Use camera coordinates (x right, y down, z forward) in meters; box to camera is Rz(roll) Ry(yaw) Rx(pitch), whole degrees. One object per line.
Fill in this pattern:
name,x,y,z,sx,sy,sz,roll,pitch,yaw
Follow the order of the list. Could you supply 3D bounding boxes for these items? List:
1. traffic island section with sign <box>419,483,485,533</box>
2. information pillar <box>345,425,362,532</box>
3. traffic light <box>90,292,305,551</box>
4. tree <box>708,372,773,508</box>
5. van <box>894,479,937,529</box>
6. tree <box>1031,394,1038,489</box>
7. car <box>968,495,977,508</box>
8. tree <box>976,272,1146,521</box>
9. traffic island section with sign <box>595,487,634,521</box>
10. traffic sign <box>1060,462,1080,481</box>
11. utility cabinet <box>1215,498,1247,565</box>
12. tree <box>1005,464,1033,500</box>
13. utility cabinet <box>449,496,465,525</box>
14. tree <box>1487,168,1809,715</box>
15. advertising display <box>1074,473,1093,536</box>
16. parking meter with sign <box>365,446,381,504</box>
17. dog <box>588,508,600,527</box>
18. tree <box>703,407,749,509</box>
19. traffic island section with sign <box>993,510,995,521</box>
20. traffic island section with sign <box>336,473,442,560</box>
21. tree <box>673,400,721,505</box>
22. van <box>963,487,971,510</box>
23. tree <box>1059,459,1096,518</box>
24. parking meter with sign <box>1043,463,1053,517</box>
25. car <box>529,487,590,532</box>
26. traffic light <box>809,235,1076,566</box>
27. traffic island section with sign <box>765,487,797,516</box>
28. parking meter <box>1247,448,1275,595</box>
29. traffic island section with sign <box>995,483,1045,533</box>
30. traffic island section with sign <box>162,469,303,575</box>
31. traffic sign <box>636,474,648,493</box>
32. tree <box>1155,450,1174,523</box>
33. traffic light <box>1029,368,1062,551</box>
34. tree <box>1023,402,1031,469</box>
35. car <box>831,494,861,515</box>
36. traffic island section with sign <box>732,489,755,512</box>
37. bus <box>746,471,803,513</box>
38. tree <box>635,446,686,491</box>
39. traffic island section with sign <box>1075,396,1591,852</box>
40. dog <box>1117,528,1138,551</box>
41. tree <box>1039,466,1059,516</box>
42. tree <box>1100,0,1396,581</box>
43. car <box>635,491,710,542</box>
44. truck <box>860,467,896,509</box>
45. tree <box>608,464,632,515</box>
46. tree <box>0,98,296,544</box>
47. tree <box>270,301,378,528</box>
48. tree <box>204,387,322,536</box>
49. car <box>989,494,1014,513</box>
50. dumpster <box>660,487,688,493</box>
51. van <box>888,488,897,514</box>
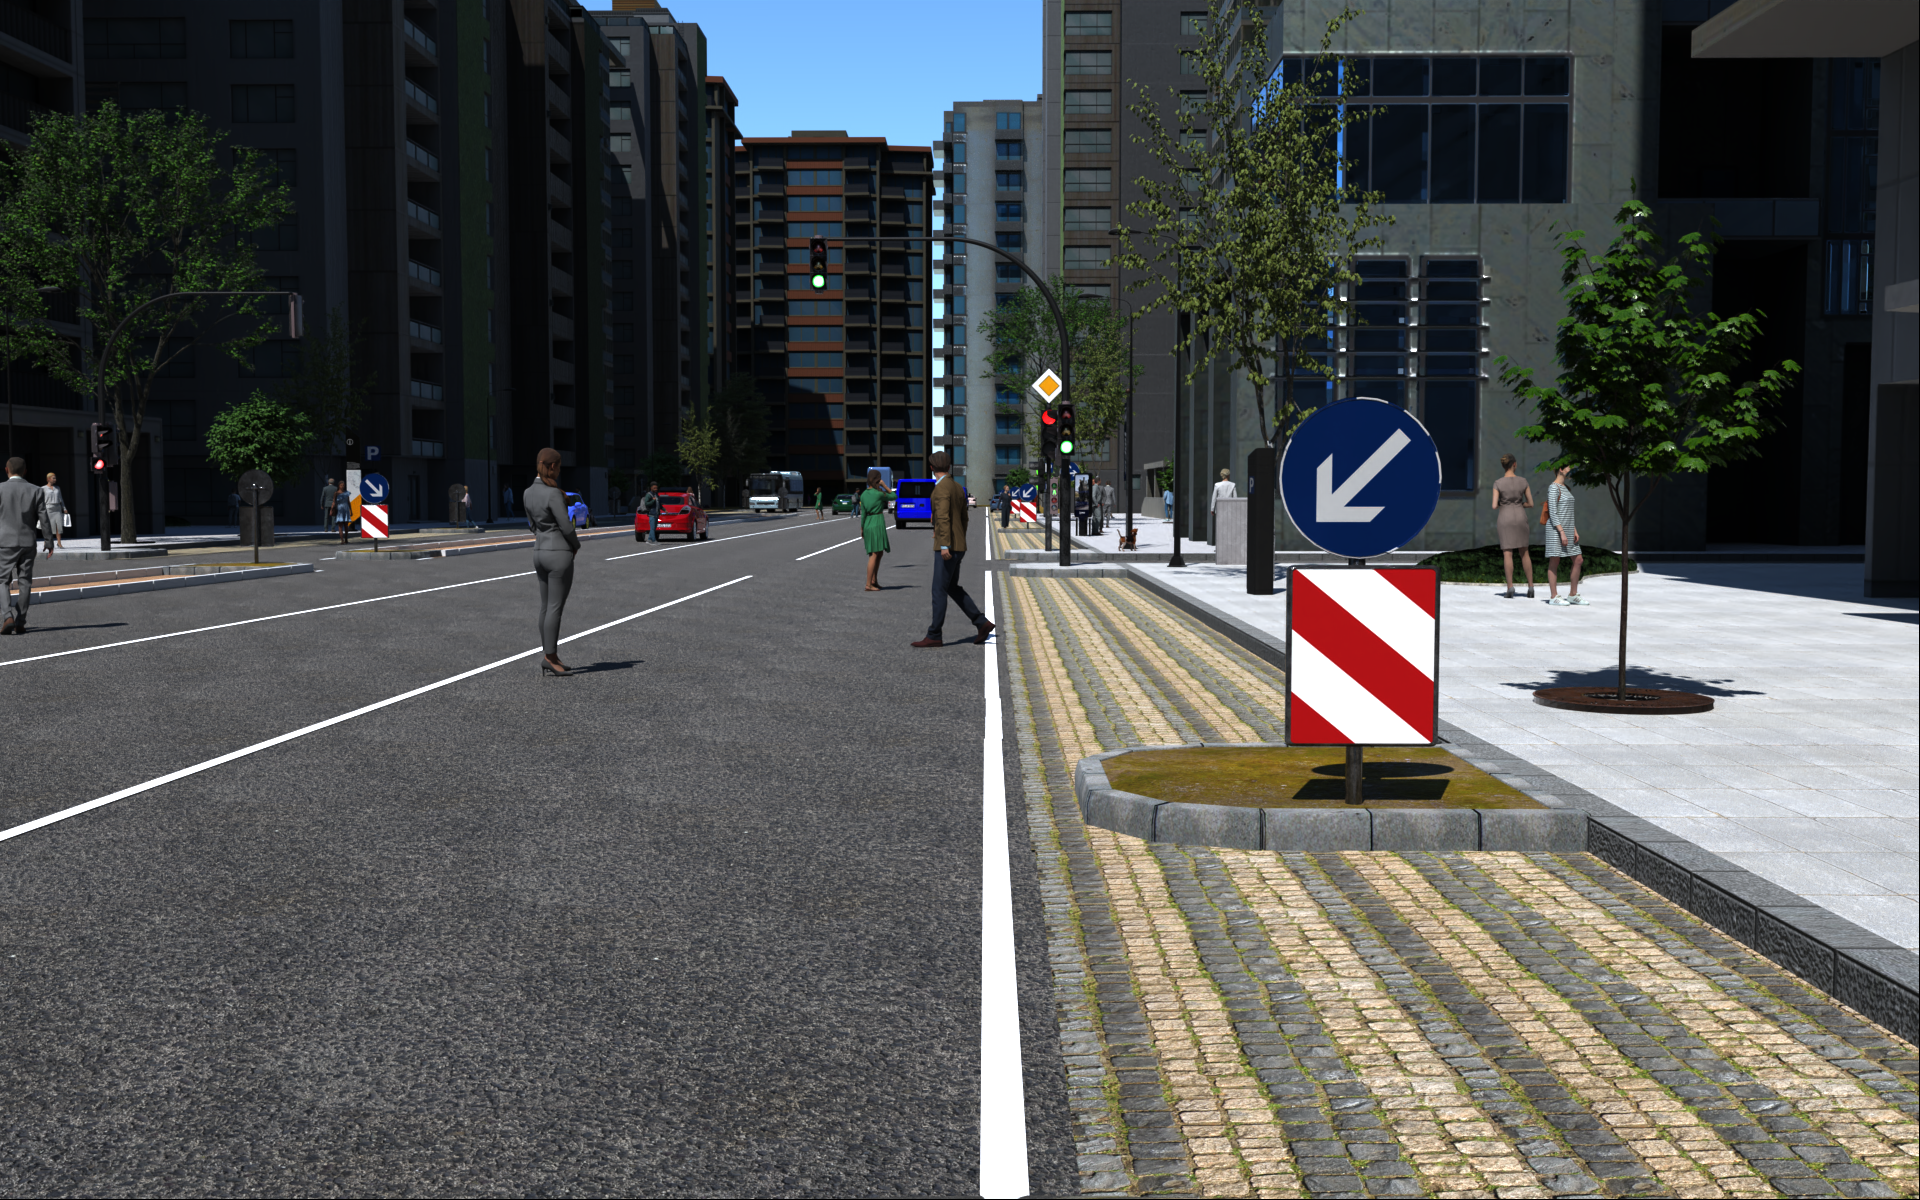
traffic island section with sign,-18.627,-3.372,63.764,1.989,1.847,2.006,0,4,1
information pillar,-20.747,-4.152,59.241,0.504,3.616,0.183,0,4,-8
traffic light,-17.201,-3.937,39.036,4.771,5.953,1.251,0,4,1
tree,-20.634,-14.826,160.530,7.486,12.596,7.792,0,3,0
van,-1.664,-4.155,72.314,2.240,2.365,5.245,0,4,1
tree,5.523,-7.383,71.068,4.737,8.622,4.395,0,3,0
car,0.766,-10.266,180.213,2.083,1.381,4.827,0,4,-1
tree,4.819,-9.587,82.509,9.928,11.665,9.643,0,3,0
traffic island section with sign,-18.219,-5.042,91.072,1.989,1.847,2.006,0,4,1
traffic sign,4.346,-4.185,68.538,0.768,2.556,0.104,0,4,6
utility cabinet,5.164,-1.241,31.460,1.020,1.237,0.306,0,4,7
tree,6.596,-12.672,190.908,4.285,4.588,4.351,0,3,0
utility cabinet,-20.886,-3.865,71.871,0.318,1.500,1.173,0,4,1
tree,3.911,-0.968,10.421,1.663,3.219,1.824,0,3,0
advertising display,3.760,-2.912,52.828,0.123,1.923,0.974,-2,4,-24
parking meter with sign,-20.880,-3.991,61.510,0.543,3.016,1.738,-1,4,-15
dog,-15.955,-3.600,75.698,0.800,0.831,0.513,-2,4,-24
tree,-19.923,-11.976,146.161,4.360,8.622,3.978,0,3,0
traffic island section with sign,2.822,-5.088,91.816,1.989,1.847,2.006,0,4,1
traffic island section with sign,-12.864,-1.871,38.726,2.006,1.907,1.989,0,4,1
tree,-20.413,-11.316,135.383,4.737,8.622,4.395,0,3,0
van,-0.260,-9.027,151.979,2.240,2.365,5.245,0,4,3
tree,6.757,-6.127,94.773,1.663,3.219,1.824,0,3,0
parking meter with sign,4.865,-6.111,96.181,0.543,3.016,1.738,0,4,5
car,-15.547,-3.521,67.162,1.945,1.707,3.694,0,4,0
traffic light,-0.250,-3.423,30.632,4.771,5.953,1.251,0,4,1
traffic island section with sign,-11.728,-6.466,113.856,2.006,1.907,1.989,0,4,1
parking meter,3.842,-1.005,22.149,0.255,1.863,0.399,-1,4,-8
traffic island section with sign,2.390,-3.388,64.029,1.989,1.847,2.006,0,4,1
traffic island section with sign,-12.986,-1.418,31.320,2.006,1.907,1.989,0,4,1
traffic sign,-20.009,-6.660,108.992,0.768,2.556,0.104,1,4,8
tree,9.370,-4.981,76.040,1.663,3.219,1.824,0,3,0
traffic light,1.965,-3.046,38.726,0.839,4.253,0.868,0,4,1
tree,5.593,-9.525,106.096,4.737,8.622,4.395,0,3,0
car,-7.866,-6.609,119.849,2.131,1.459,4.920,0,4,-1
traffic island section with sign,-17.451,-8.107,141.178,1.989,1.847,2.006,0,4,1
bus,-14.457,-8.653,136.341,2.948,3.499,13.247,0,4,2
tree,-20.259,-8.171,117.302,4.285,4.588,4.351,0,3,0
traffic island section with sign,1.540,0.048,7.851,1.989,1.847,2.006,0,4,1
dog,3.767,-1.353,38.958,0.406,0.507,0.540,1,4,14
tree,5.027,-6.430,99.736,1.663,3.219,1.824,0,3,0
tree,4.394,-4.571,25.106,4.737,8.622,4.395,0,3,0
car,-8.864,-2.718,53.480,2.155,1.783,4.494,0,4,-1
truck,-8.224,-10.792,166.203,2.967,4.110,18.799,0,4,2
tree,-22.174,-7.169,111.815,1.663,3.219,1.824,0,3,0
tree,-21.462,-7.274,44.686,9.928,11.665,9.643,0,3,0
tree,-24.396,-7.098,66.414,4.737,8.622,4.395,0,3,0
tree,-21.456,-4.260,53.366,4.285,4.588,4.351,0,3,0
car,3.224,-7.524,135.019,2.014,1.417,4.499,0,4,1
dumpster,-18.072,-6.209,109.735,1.865,1.857,1.264,0,4,-1
van,-4.460,-7.414,128.223,2.013,2.044,4.112,0,4,0
